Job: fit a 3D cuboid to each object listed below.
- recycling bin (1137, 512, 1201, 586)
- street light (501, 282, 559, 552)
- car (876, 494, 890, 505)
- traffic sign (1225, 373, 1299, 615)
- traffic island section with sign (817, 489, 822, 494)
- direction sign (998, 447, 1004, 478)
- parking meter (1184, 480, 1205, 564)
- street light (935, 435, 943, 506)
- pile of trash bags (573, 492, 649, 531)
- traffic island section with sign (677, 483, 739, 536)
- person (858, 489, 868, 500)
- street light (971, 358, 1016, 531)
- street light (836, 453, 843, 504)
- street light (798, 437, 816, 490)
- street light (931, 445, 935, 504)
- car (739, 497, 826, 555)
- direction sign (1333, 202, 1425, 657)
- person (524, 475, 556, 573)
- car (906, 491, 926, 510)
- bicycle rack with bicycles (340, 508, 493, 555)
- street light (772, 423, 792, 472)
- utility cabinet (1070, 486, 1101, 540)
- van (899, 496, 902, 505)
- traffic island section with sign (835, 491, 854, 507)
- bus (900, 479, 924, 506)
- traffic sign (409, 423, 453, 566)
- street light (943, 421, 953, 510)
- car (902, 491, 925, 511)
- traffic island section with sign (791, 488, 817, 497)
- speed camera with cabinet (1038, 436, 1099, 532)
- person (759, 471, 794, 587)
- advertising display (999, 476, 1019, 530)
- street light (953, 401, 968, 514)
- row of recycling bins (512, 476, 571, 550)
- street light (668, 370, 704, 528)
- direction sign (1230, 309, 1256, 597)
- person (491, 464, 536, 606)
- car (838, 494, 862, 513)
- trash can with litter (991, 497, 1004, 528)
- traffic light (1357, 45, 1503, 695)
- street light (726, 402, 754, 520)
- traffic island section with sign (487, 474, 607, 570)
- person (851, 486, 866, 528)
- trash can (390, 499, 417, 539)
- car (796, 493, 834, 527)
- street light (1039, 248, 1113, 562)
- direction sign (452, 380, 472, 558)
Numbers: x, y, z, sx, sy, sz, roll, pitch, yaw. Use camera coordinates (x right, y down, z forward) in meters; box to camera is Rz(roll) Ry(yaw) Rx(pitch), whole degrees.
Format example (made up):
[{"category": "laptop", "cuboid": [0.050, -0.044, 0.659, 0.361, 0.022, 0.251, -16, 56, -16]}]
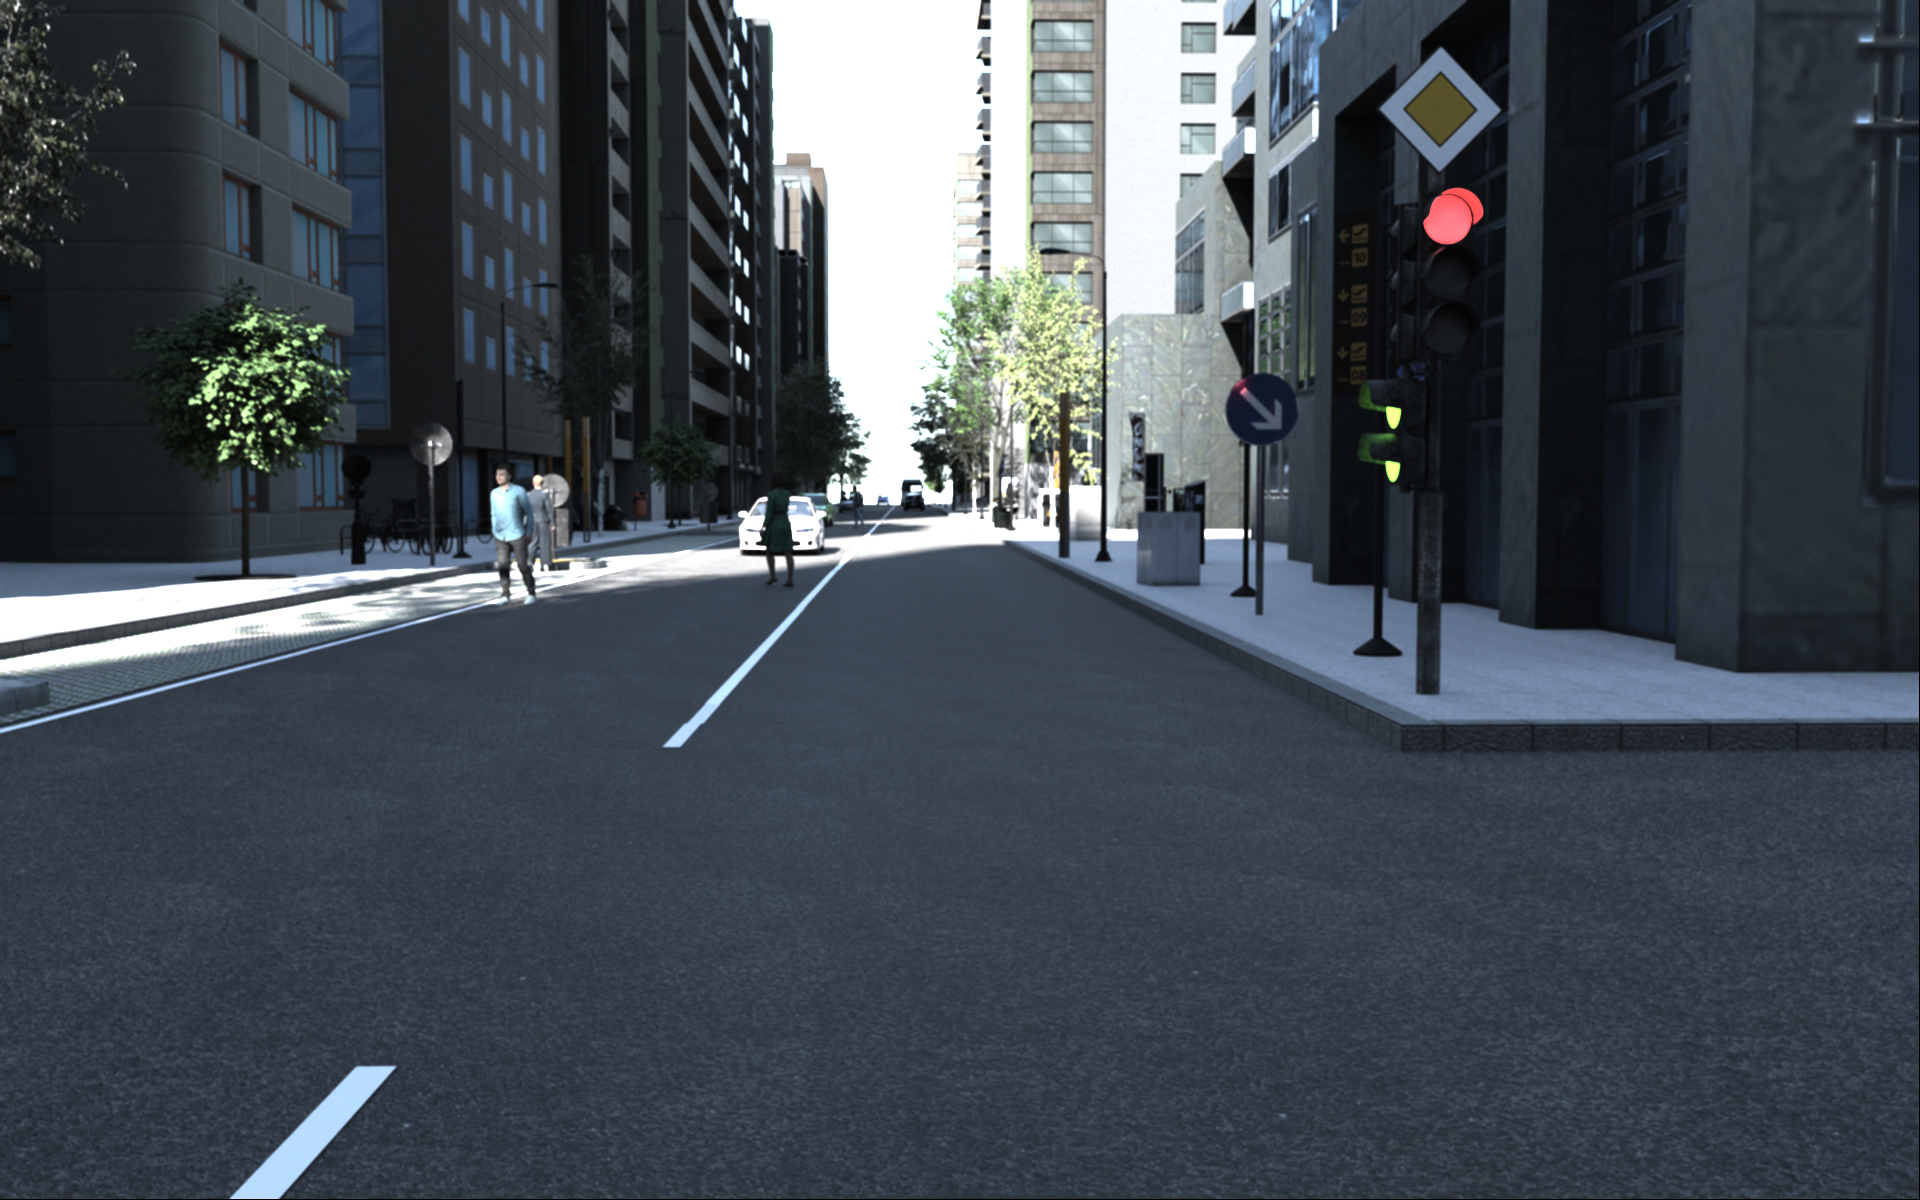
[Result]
[{"category": "recycling bin", "cuboid": [2.954, -0.734, 24.550, 0.722, 1.027, 0.722, -1, 4, -13]}, {"category": "street light", "cuboid": [-9.479, -4.010, 38.099, 1.470, 5.913, 1.316, 0, 4, -2]}, {"category": "car", "cuboid": [-10.260, -13.578, 231.592, 1.945, 1.707, 3.694, 0, 4, -1]}, {"category": "traffic sign", "cuboid": [3.182, -1.115, 18.339, 0.768, 2.556, 0.104, 0, 4, 4]}, {"category": "traffic island section with sign", "cuboid": [-11.105, -7.816, 136.421, 1.989, 1.847, 2.006, 0, 4, -2]}, {"category": "direction sign", "cuboid": [1.956, -5.617, 83.829, 0.379, 3.537, 0.876, -1, 4, -21]}, {"category": "parking meter", "cuboid": [4.311, -1.431, 31.816, 0.372, 1.533, 0.369, 0, 3, 0]}, {"category": "street light", "cuboid": [-1.036, -9.974, 135.617, 1.470, 5.913, 1.316, 0, 4, -2]}, {"category": "pile of trash bags", "cuboid": [-12.396, -3.124, 60.826, 1.912, 1.369, 3.447, 3, 5, 42]}, {"category": "traffic island section with sign", "cuboid": [-8.712, -3.152, 60.159, 1.989, 1.847, 2.006, 0, 4, -2]}, {"category": "person", "cuboid": [-8.228, -8.160, 141.914, 1.348, 1.824, 0.705, -1, 4, -14]}, {"category": "street light", "cuboid": [1.232, -5.314, 59.421, 1.470, 5.913, 1.316, 0, 4, -2]}, {"category": "street light", "cuboid": [-14.413, -13.733, 197.073, 1.470, 5.913, 1.316, 0, 4, -2]}, {"category": "street light", "cuboid": [-12.530, -10.234, 139.863, 1.470, 5.913, 1.316, 0, 4, -2]}, {"category": "street light", "cuboid": [-1.867, -11.628, 162.654, 1.470, 5.913, 1.316, 0, 4, -2]}, {"category": "car", "cuboid": [-4.272, -1.814, 42.018, 2.083, 1.381, 4.827, 0, 4, -2]}, {"category": "direction sign", "cuboid": [3.337, -1.329, 13.734, 0.379, 3.537, 0.876, -3, 5, -45]}, {"category": "person", "cuboid": [-7.647, -1.381, 31.496, 0.576, 1.772, 0.534, -1, 4, -12]}, {"category": "car", "cuboid": [-3.963, -8.843, 154.171, 1.945, 1.707, 3.694, 0, 4, -2]}, {"category": "bicycle rack with bicycles", "cuboid": [-11.895, -1.473, 37.472, 2.852, 0.926, 2.925, 1, 4, 12]}, {"category": "street light", "cuboid": [-11.716, -8.627, 113.587, 1.470, 5.913, 1.316, 0, 4, -2]}, {"category": "utility cabinet", "cuboid": [3.499, -2.383, 47.637, 1.173, 1.500, 0.318, -3, 5, -43]}, {"category": "van", "cuboid": [-6.997, -13.444, 226.821, 2.013, 2.044, 4.112, 0, 4, -3]}, {"category": "traffic island section with sign", "cuboid": [-12.877, -11.278, 193.030, 1.989, 1.847, 2.006, 0, 4, -2]}, {"category": "bus", "cuboid": [-5.828, -13.218, 210.971, 2.948, 3.499, 13.247, 0, 4, -1]}, {"category": "traffic sign", "cuboid": [-9.460, -1.889, 30.989, 0.768, 2.556, 0.104, 0, 4, -2]}, {"category": "street light", "cuboid": [-0.183, -8.375, 109.471, 1.470, 5.913, 1.316, 0, 4, -2]}, {"category": "car", "cuboid": [-4.021, -8.552, 149.606, 2.009, 1.686, 4.222, 0, 4, -2]}, {"category": "traffic island section with sign", "cuboid": [-10.255, -6.156, 109.281, 1.989, 1.847, 2.006, 0, 4, -2]}, {"category": "speed camera with cabinet", "cuboid": [3.705, -3.949, 58.906, 2.038, 3.252, 0.660, 0, 4, 6]}, {"category": "person", "cuboid": [-2.812, -1.109, 26.880, 0.529, 1.795, 0.600, 3, 4, 38]}, {"category": "advertising display", "cuboid": [1.763, -3.507, 62.549, 0.123, 1.923, 0.974, 3, 5, 42]}, {"category": "street light", "cuboid": [0.547, -6.933, 85.893, 1.470, 5.913, 1.316, 0, 4, -2]}, {"category": "row of recycling bins", "cuboid": [-10.021, -2.112, 41.637, 1.069, 1.692, 3.534, 0, 4, -2]}, {"category": "street light", "cuboid": [-10.282, -5.646, 64.857, 1.470, 5.913, 1.316, 0, 4, -2]}, {"category": "direction sign", "cuboid": [3.589, -1.815, 21.666, 0.379, 3.537, 0.876, 0, 4, 1]}, {"category": "person", "cuboid": [-5.759, -0.849, 22.407, 0.660, 1.820, 0.620, 1, 4, 15]}, {"category": "car", "cuboid": [-8.466, -7.456, 133.904, 2.014, 1.417, 4.499, 0, 4, -2]}, {"category": "trash can with litter", "cuboid": [1.413, -3.280, 65.018, 0.624, 1.170, 1.055, 0, 4, -6]}, {"category": "traffic light", "cuboid": [2.991, -1.352, 11.028, 0.839, 4.253, 0.868, 0, 4, -2]}, {"category": "street light", "cuboid": [-11.057, -7.004, 87.058, 1.470, 5.913, 1.316, 0, 4, -2]}, {"category": "traffic island section with sign", "cuboid": [-7.862, -1.504, 33.218, 1.989, 1.847, 2.006, 0, 4, -2]}, {"category": "person", "cuboid": [-4.307, -3.880, 72.284, 0.721, 1.781, 0.623, -2, 4, -29]}, {"category": "trash can", "cuboid": [-15.772, -2.292, 49.126, 0.748, 1.137, 0.748, 0, 3, 0]}, {"category": "car", "cuboid": [-6.609, -4.168, 76.939, 1.959, 1.807, 4.718, 0, 4, 0]}, {"category": "street light", "cuboid": [2.196, -3.688, 32.841, 1.470, 5.913, 1.316, 0, 4, -2]}, {"category": "direction sign", "cuboid": [-10.013, -2.614, 34.728, 0.379, 3.537, 0.876, -1, 4, -23]}]
